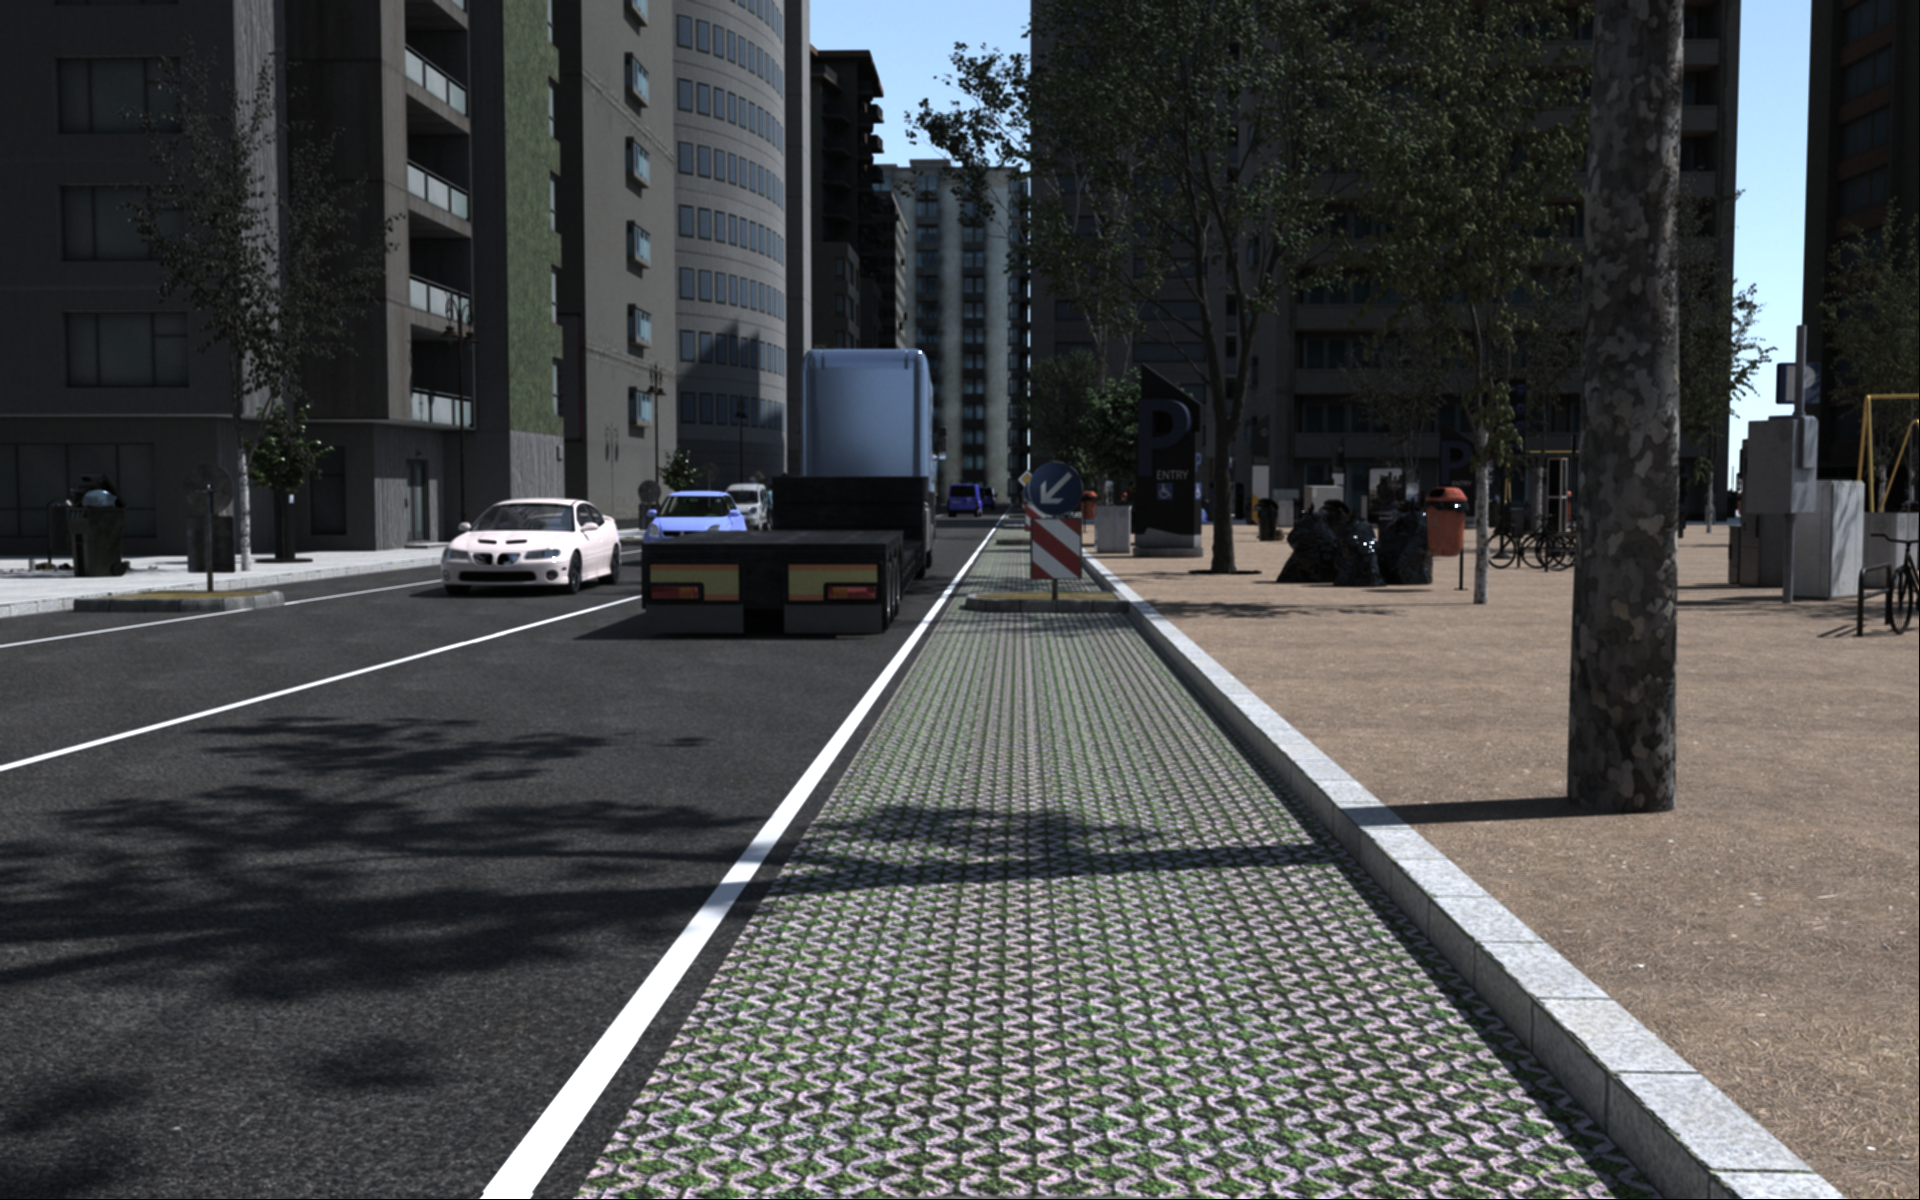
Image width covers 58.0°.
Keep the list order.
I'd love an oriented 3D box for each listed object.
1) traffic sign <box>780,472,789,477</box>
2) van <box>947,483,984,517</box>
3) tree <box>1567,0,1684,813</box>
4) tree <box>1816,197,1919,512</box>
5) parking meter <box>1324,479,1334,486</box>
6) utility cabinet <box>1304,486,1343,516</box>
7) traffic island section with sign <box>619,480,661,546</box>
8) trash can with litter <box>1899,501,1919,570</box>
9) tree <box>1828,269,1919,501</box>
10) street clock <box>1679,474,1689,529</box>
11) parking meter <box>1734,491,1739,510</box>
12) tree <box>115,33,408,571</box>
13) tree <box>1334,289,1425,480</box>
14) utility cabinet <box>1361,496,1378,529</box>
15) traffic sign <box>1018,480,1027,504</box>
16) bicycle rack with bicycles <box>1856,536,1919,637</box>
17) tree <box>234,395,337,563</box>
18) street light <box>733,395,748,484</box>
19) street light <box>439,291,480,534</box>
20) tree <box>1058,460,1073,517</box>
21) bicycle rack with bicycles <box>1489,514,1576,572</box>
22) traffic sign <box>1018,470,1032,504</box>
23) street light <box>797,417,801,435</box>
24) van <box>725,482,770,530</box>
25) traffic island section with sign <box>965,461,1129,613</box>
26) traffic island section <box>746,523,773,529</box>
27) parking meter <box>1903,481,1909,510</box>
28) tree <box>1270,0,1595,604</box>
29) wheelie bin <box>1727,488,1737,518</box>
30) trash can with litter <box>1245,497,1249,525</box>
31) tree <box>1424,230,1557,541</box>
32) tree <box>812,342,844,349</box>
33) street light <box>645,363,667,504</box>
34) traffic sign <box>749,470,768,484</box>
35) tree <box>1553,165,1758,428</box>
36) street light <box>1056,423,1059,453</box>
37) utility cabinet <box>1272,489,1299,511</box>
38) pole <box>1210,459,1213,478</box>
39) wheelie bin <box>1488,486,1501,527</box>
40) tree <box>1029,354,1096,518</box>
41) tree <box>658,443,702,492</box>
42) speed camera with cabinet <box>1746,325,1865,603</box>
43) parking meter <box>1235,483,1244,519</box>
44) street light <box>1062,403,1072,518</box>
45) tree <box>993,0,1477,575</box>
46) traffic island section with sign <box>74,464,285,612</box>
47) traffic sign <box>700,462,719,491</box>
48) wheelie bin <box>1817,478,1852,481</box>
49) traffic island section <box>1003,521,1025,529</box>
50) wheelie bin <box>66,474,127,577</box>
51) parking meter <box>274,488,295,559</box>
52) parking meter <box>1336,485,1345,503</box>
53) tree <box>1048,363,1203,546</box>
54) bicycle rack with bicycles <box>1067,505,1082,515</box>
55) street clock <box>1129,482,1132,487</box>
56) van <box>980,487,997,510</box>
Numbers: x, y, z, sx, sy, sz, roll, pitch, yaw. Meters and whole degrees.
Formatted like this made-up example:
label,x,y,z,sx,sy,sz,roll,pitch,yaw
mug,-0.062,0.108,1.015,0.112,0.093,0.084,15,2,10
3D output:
label,x,y,z,sx,sy,sz,roll,pitch,yaw
traffic sign,-8.050,-4.645,79.581,0.795,2.450,0.064,0,4,2
van,0.330,-6.378,108.660,2.240,2.365,5.245,0,4,4
tree,4.128,-9.184,6.052,12.611,20.169,13.585,0,3,0
tree,23.692,-5.721,43.906,4.737,8.622,4.395,0,3,0
parking meter,13.769,-3.612,64.761,0.399,1.863,0.255,0,4,7
utility cabinet,9.620,-2.270,45.800,1.173,1.500,0.318,-2,4,-34
traffic island section with sign,-8.808,-2.460,48.855,1.989,1.847,2.006,0,4,2
trash can with litter,16.387,-1.094,29.270,1.055,1.170,0.624,-1,4,-9
tree,30.594,-6.455,55.899,4.360,8.622,3.978,0,3,0
street clock,26.581,-3.612,63.634,0.358,2.002,0.471,1,4,21
parking meter,62.923,-8.076,140.446,0.372,1.533,0.369,0,3,0
tree,-11.676,-4.787,28.633,4.360,8.622,3.978,0,3,0
tree,14.685,-6.501,56.648,4.360,8.622,3.978,0,3,0
utility cabinet,15.473,-3.266,64.563,1.020,1.237,0.306,1,4,14
traffic sign,3.037,-4.620,79.179,0.795,2.450,0.064,0,4,2
bicycle rack with bicycles,9.525,-0.149,15.818,2.852,0.926,2.925,3,4,36
tree,-12.869,-2.331,32.710,1.663,3.219,1.824,0,3,0
street light,-10.077,-6.546,79.821,0.468,5.910,1.993,0,4,2
street light,-11.395,-4.087,39.610,0.468,5.910,1.993,0,4,2
tree,6.074,-6.354,98.497,1.663,3.219,1.824,0,3,0
bicycle rack with bicycles,10.453,-0.987,29.515,2.925,0.926,2.852,0,4,5
traffic sign,2.761,-4.132,71.199,0.795,2.450,0.064,0,4,2
street light,-9.279,-7.878,101.586,0.468,5.910,1.993,0,4,2
van,-8.381,-3.679,67.170,2.013,2.044,4.112,0,4,1
traffic island section with sign,1.074,-0.797,21.667,1.989,1.847,2.006,0,4,2
traffic island section,-8.349,-3.020,71.663,2.009,0.180,2.903,0,4,2
parking meter,43.857,-4.558,80.232,0.255,1.863,0.399,2,4,28
tree,5.857,-4.255,19.935,4.737,8.622,4.395,0,3,0
wheelie bin,41.949,-5.286,94.340,0.693,1.594,0.980,2,4,23
trash can with litter,12.213,-3.664,71.289,0.624,1.170,1.055,-2,4,-31
tree,15.598,-5.922,47.190,4.360,8.622,3.978,0,3,0
tree,-9.197,-11.483,113.497,9.928,11.665,9.643,0,3,0
street light,-10.694,-5.400,61.079,0.468,5.910,1.993,0,4,2
traffic sign,-8.326,-4.156,71.600,0.795,2.450,0.064,0,4,2
tree,16.090,-5.471,39.810,4.360,8.622,3.978,0,3,0
street light,6.166,-8.396,110.055,0.468,5.910,1.993,0,4,2
utility cabinet,14.714,-4.260,78.335,1.173,1.500,0.318,0,4,-4
pole,15.574,-6.927,107.097,0.158,3.312,0.155,0,3,0
wheelie bin,20.464,-3.603,66.819,0.693,1.594,0.980,-3,5,-40
tree,5.763,-8.628,91.432,4.360,8.622,3.978,0,3,0
tree,-10.614,-4.367,65.999,1.663,3.219,1.824,0,3,0
speed camera with cabinet,10.252,-1.629,20.965,2.038,3.252,0.660,-3,5,-41
parking meter,14.238,-5.045,88.197,0.399,1.863,0.255,-3,4,-37
street light,5.392,-7.020,87.572,0.468,5.910,1.993,0,4,2
tree,4.342,-6.236,27.710,9.928,11.665,9.643,0,3,0
traffic island section with sign,-9.738,-0.813,21.916,1.989,1.847,2.006,0,4,2
traffic sign,-10.104,-4.261,69.771,0.768,2.556,0.104,0,4,8
wheelie bin,17.105,-1.588,33.876,0.693,1.594,0.980,-3,4,-38
traffic island section,3.061,-3.485,79.256,2.009,0.180,2.903,0,4,2
wheelie bin,-13.403,-1.161,26.887,0.980,1.594,0.693,2,4,31
parking meter,-13.469,-1.597,34.519,0.372,1.533,0.369,0,3,0
parking meter,10.325,-2.385,47.404,0.372,1.533,0.369,0,3,0
tree,4.403,-3.659,43.537,4.285,4.588,4.351,0,3,0
bicycle rack with bicycles,7.098,-5.754,107.455,2.852,0.926,2.925,-2,4,-27
street clock,9.817,-5.729,98.240,0.471,2.002,0.358,-1,4,-8
van,2.257,-9.550,160.533,2.240,2.365,5.245,0,4,3
